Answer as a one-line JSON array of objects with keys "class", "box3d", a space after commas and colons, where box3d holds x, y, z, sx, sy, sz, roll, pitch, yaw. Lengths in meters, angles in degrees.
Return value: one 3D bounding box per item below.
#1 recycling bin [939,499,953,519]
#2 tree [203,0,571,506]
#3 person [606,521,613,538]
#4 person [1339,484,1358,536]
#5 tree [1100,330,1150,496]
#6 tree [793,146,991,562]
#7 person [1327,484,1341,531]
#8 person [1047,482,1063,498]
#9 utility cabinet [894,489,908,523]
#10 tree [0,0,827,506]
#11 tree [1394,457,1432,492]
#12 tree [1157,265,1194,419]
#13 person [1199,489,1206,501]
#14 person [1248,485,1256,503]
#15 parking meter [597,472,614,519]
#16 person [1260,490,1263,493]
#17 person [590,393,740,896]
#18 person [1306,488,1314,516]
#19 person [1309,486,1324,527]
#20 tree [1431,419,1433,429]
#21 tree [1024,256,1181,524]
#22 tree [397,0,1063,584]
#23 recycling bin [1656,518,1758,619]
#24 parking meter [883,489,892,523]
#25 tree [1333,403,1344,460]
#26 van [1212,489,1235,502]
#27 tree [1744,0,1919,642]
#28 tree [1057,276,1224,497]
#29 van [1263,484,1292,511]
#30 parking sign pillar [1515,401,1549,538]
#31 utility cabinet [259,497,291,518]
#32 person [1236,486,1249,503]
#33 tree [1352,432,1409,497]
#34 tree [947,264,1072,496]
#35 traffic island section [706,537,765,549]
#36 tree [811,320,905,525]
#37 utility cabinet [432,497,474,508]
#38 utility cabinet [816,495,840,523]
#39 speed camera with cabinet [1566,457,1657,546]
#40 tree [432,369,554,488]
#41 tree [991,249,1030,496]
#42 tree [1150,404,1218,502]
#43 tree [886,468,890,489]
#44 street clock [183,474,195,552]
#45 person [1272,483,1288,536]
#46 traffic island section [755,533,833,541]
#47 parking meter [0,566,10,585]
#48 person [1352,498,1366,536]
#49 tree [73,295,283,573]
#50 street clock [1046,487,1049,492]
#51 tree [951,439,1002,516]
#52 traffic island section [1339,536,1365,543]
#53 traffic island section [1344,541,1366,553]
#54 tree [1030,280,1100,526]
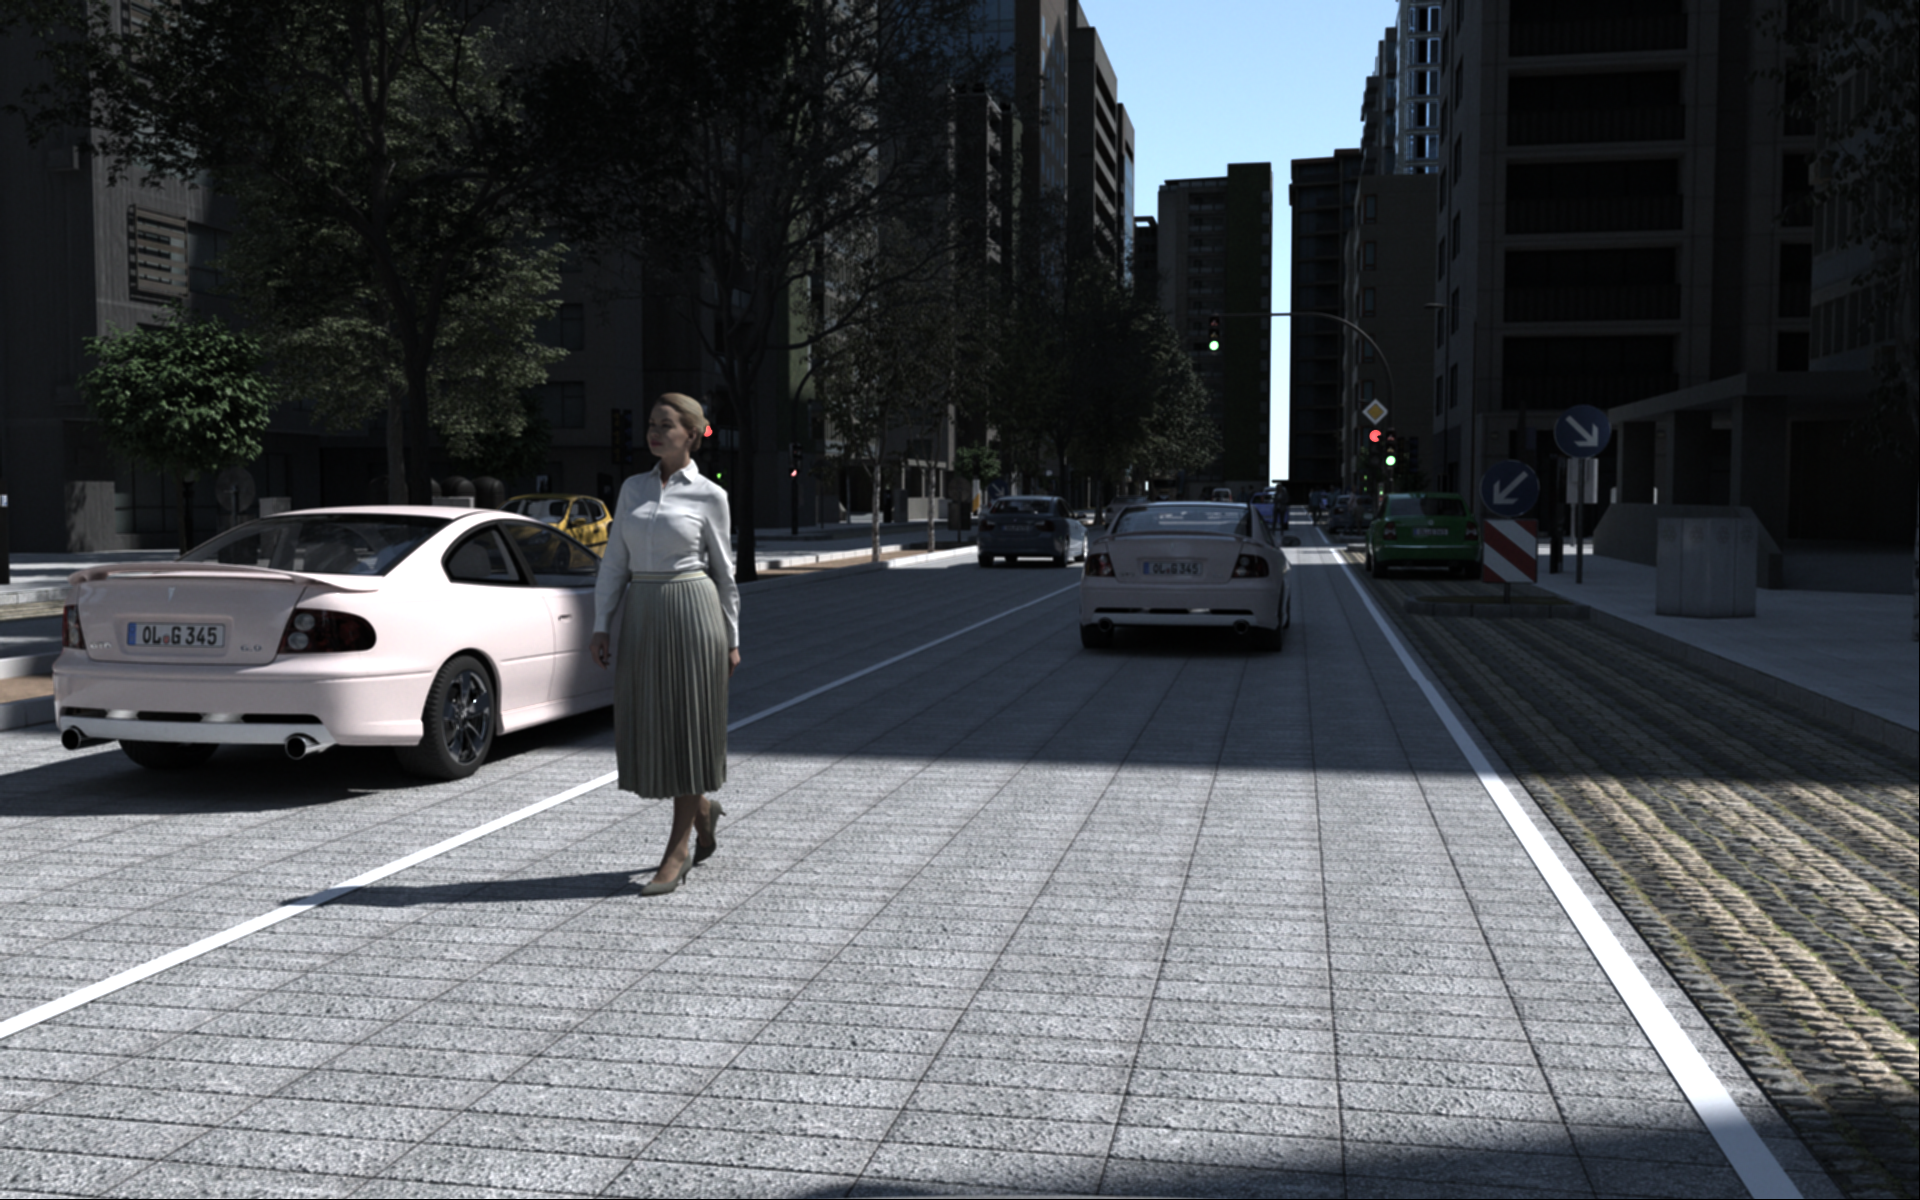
[{"class": "recycling bin", "box3d": [-0.674, -4.670, 88.902, 0.722, 1.027, 0.722, 1, 4, 14]}, {"class": "tree", "box3d": [-12.267, -7.218, 36.143, 7.486, 12.596, 7.792, 0, 3, 0]}, {"class": "person", "box3d": [-2.880, -0.094, 15.045, 0.382, 1.210, 0.505, -3, 5, -44]}, {"class": "person", "box3d": [12.328, -2.796, 54.894, 0.598, 1.740, 0.731, 1, 4, 10]}, {"class": "tree", "box3d": [6.081, -7.528, 75.897, 4.360, 8.622, 3.978, 0, 3, 0]}, {"class": "tree", "box3d": [-1.742, -5.112, 36.394, 4.360, 8.622, 3.978, 0, 3, 0]}, {"class": "person", "box3d": [14.324, -3.524, 66.135, 0.660, 1.820, 0.620, 2, 4, 30]}, {"class": "person", "box3d": [3.281, -3.186, 60.397, 0.655, 1.846, 0.447, 2, 4, 31]}, {"class": "utility cabinet", "box3d": [-2.623, -4.192, 77.214, 0.318, 1.500, 1.173, 1, 4, 16]}, {"class": "tree", "box3d": [-5.170, -4.904, 17.054, 8.767, 10.594, 7.601, 1, 4, 11]}, {"class": "tree", "box3d": [20.777, -5.219, 79.928, 1.663, 3.219, 1.824, 0, 3, 0]}, {"class": "tree", "box3d": [3.983, -9.440, 67.163, 12.009, 13.543, 11.850, 0, 3, 0]}, {"class": "person", "box3d": [20.010, -8.171, 142.113, 0.705, 1.823, 1.348, -2, 4, -32]}, {"class": "person", "box3d": [12.987, -4.182, 76.839, 0.822, 1.834, 0.622, 2, 4, 29]}, {"class": "parking meter", "box3d": [-9.618, -2.526, 47.019, 0.399, 1.863, 0.255, -3, 4, -38]}, {"class": "person", "box3d": [19.859, -6.405, 114.052, 0.563, 1.720, 0.643, 2, 4, 32]}, {"class": "person", "box3d": [-1.043, 0.141, 6.417, 0.478, 1.798, 0.641, 2, 4, 25]}, {"class": "person", "box3d": [22.946, -6.392, 113.234, 0.478, 1.798, 0.641, -3, 5, -40]}, {"class": "person", "box3d": [15.560, -4.088, 75.677, 0.444, 1.785, 0.601, -3, 5, -39]}, {"class": "tree", "box3d": [27.093, -8.622, 91.330, 4.360, 8.622, 3.978, 0, 3, 0]}, {"class": "tree", "box3d": [6.514, -9.861, 81.815, 7.486, 12.596, 7.792, 0, 3, 0]}, {"class": "tree", "box3d": [-3.391, -6.981, 26.960, 12.009, 13.543, 11.850, 0, 3, 0]}, {"class": "recycling bin", "box3d": [7.847, -0.346, 18.210, 0.722, 1.027, 0.722, -2, 4, -25]}, {"class": "parking meter", "box3d": [-3.238, -4.205, 77.158, 0.372, 1.533, 0.369, 0, 3, 0]}, {"class": "tree", "box3d": [29.778, -10.898, 128.543, 4.360, 8.622, 3.978, 0, 3, 0]}, {"class": "van", "box3d": [20.035, -7.677, 132.533, 2.013, 2.044, 4.112, 1, 4, 10]}, {"class": "tree", "box3d": [8.610, -3.946, 14.877, 4.360, 8.622, 3.978, 0, 3, 0]}, {"class": "tree", "box3d": [8.498, -10.444, 90.221, 9.611, 12.733, 9.660, 0, 3, 0]}, {"class": "van", "box3d": [17.971, -5.628, 99.026, 2.013, 2.044, 4.112, 1, 4, 9]}, {"class": "parking sign pillar", "box3d": [16.513, -3.802, 50.627, 1.447, 3.967, 1.447, 1, 4, 13]}, {"class": "utility cabinet", "box3d": [-13.680, -1.434, 34.610, 0.306, 1.237, 1.020, 0, 4, -3]}, {"class": "person", "box3d": [12.808, -4.257, 78.445, 0.601, 1.785, 0.444, 1, 4, 15]}, {"class": "tree", "box3d": [21.712, -6.433, 88.890, 4.285, 4.588, 4.351, 0, 3, 0]}, {"class": "tree", "box3d": [1.534, -6.184, 53.930, 4.737, 8.622, 4.395, 0, 3, 0]}, {"class": "traffic island section", "box3d": [-6.720, -1.485, 46.560, 2.009, 0.180, 2.903, 1, 4, 11]}, {"class": "tree", "box3d": [-4.482, -7.466, 72.426, 4.737, 8.622, 4.395, 0, 3, 0]}, {"class": "utility cabinet", "box3d": [-10.939, -1.585, 37.070, 1.020, 1.237, 0.306, 0, 4, 4]}, {"class": "utility cabinet", "box3d": [-5.885, -4.031, 77.067, 1.020, 1.237, 0.306, -2, 4, -24]}, {"class": "speed camera with cabinet", "box3d": [15.838, -2.923, 42.121, 2.038, 3.252, 0.660, 2, 4, 29]}, {"class": "tree", "box3d": [-12.218, -3.787, 45.633, 4.285, 4.588, 4.351, 0, 3, 0]}, {"class": "tree", "box3d": [-0.669, -5.447, 41.883, 4.360, 8.622, 3.978, 0, 3, 0]}, {"class": "tree", "box3d": [12.727, -10.795, 113.370, 8.767, 10.594, 7.601, 1, 4, 11]}, {"class": "tree", "box3d": [-4.470, -6.710, 104.303, 1.663, 3.219, 1.824, 0, 3, 0]}, {"class": "street clock", "box3d": [-17.226, -2.082, 38.619, 0.471, 2.002, 0.358, -3, 5, -41]}, {"class": "person", "box3d": [10.871, -3.068, 58.850, 0.537, 1.800, 0.526, 2, 4, 33]}, {"class": "traffic island section", "box3d": [-5.208, -1.965, 54.401, 2.009, 0.180, 2.903, 1, 4, 11]}, {"class": "parking meter", "box3d": [-13.720, -0.989, 24.578, 0.372, 1.533, 0.369, 0, 3, 0]}, {"class": "person", "box3d": [12.257, -2.476, 53.247, 0.475, 1.303, 0.640, -2, 4, -25]}, {"class": "tree", "box3d": [-12.957, -2.764, 28.908, 4.285, 4.588, 4.351, 0, 3, 0]}, {"class": "street clock", "box3d": [6.175, -7.178, 121.924, 0.471, 2.002, 0.358, -2, 4, -33]}, {"class": "tree", "box3d": [1.028, -7.317, 103.346, 4.285, 4.588, 4.351, 0, 3, 0]}, {"class": "traffic island section", "box3d": [12.213, -1.760, 51.049, 2.009, 0.180, 2.903, 1, 4, 11]}, {"class": "traffic island section", "box3d": [10.701, -1.280, 43.208, 2.009, 0.180, 2.903, 1, 4, 11]}, {"class": "tree", "box3d": [2.469, -6.505, 59.182, 4.360, 8.622, 3.978, 0, 3, 0]}]
